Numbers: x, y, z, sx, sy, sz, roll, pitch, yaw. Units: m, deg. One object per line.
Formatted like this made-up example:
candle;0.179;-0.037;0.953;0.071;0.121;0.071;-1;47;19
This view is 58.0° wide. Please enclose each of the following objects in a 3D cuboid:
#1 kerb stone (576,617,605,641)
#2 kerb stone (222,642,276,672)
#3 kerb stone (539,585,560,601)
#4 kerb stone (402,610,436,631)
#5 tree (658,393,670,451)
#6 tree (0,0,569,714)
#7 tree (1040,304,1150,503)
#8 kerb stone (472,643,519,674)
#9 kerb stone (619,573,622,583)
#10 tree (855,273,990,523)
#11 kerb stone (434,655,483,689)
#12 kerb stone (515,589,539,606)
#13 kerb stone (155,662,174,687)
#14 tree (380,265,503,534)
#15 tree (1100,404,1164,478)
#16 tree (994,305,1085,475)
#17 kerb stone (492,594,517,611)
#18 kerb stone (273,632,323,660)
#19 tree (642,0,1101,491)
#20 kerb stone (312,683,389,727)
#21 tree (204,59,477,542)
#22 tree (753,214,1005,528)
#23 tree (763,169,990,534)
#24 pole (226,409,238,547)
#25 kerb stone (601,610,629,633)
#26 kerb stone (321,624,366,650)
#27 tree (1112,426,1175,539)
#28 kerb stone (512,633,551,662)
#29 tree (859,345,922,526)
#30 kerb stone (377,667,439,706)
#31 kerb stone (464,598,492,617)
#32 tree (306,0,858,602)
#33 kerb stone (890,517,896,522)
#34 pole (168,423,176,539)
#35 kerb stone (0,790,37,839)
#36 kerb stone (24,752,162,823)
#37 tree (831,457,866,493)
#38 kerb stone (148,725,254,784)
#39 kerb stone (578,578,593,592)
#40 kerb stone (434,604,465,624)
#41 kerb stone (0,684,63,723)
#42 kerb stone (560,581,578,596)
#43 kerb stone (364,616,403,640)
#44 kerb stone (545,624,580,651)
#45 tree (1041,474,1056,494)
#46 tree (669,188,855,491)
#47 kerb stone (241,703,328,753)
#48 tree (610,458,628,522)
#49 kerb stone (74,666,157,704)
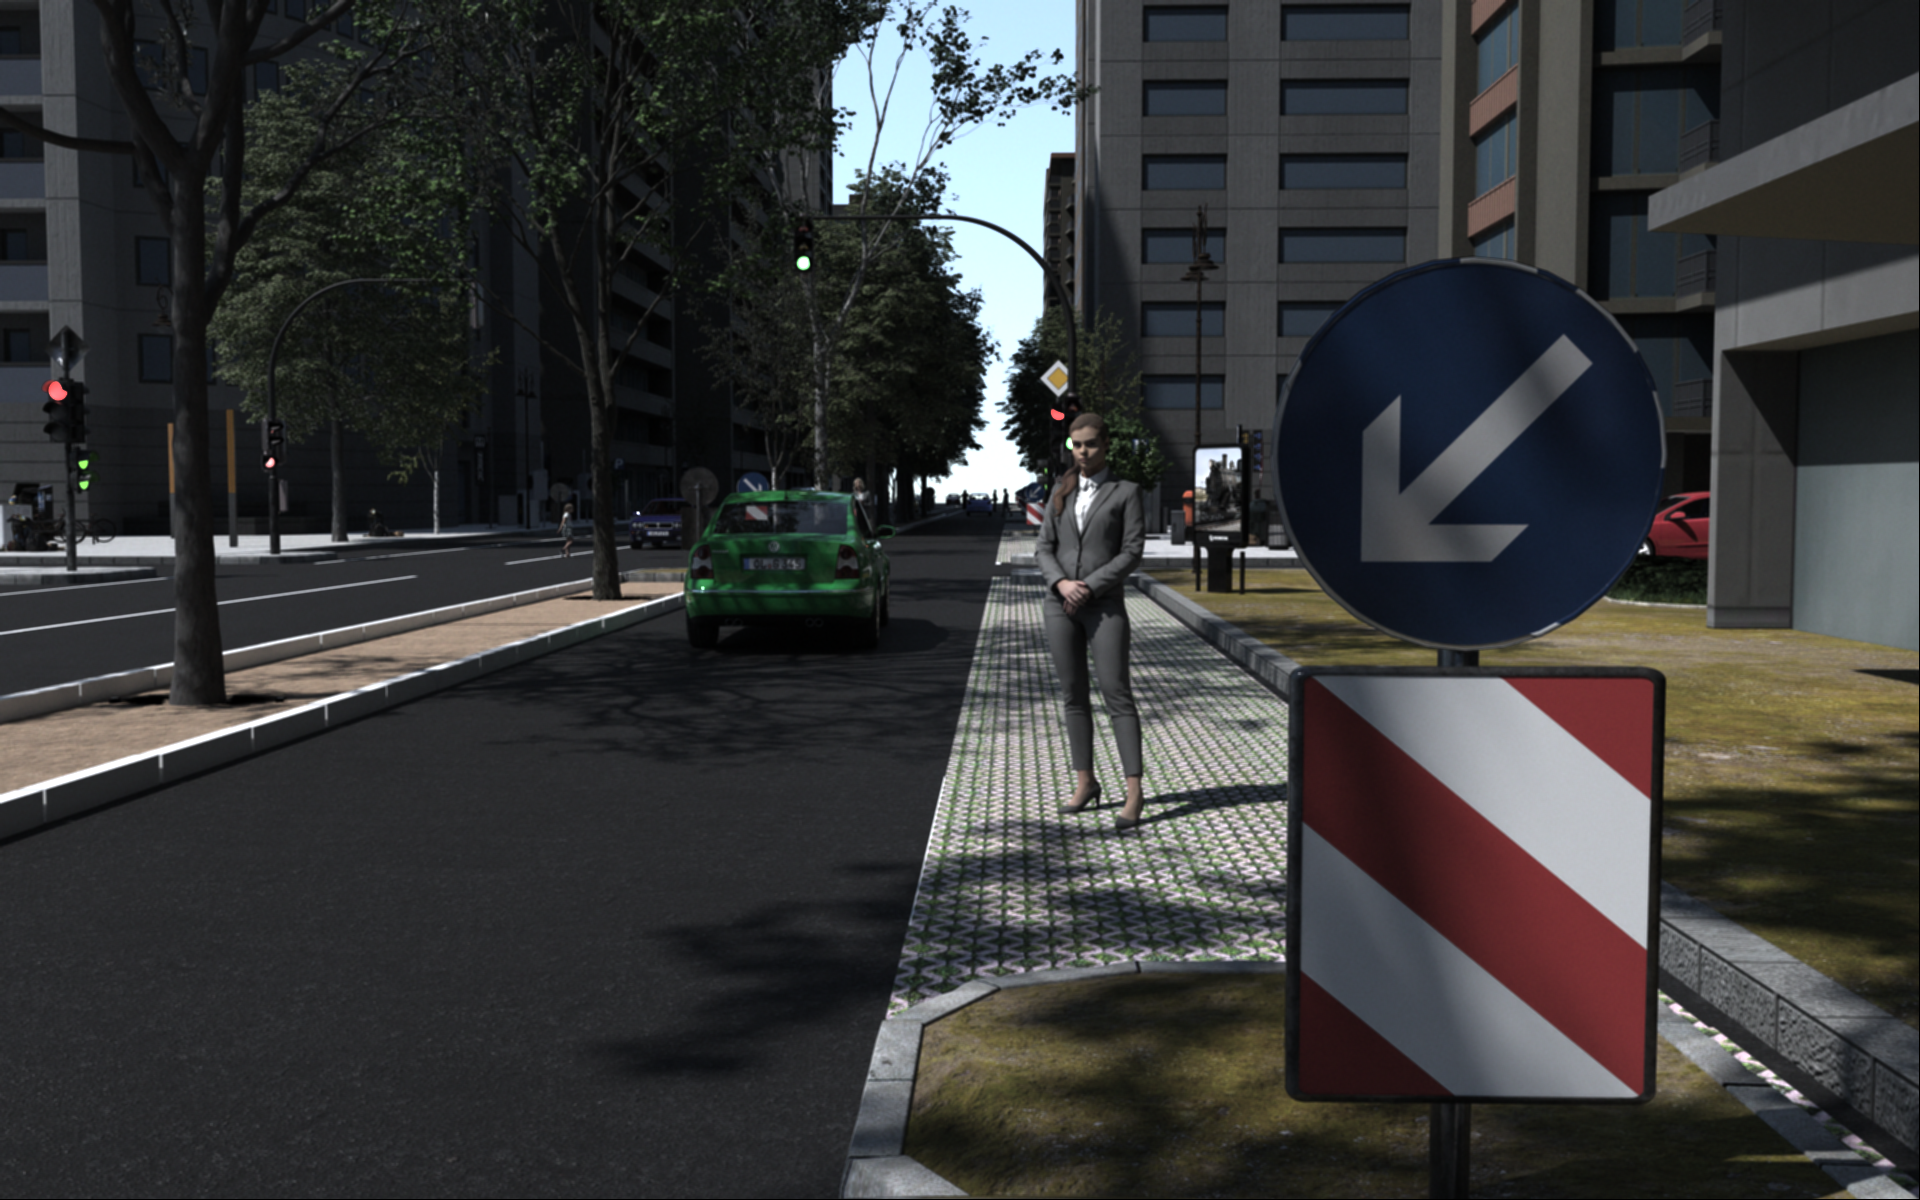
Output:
kerb stone;-3.746;0.301;17.268;0.120;0.150;1.000;0;4;2
kerb stone;-5.928;0.485;14.266;0.120;0.150;1.000;0;4;2
kerb stone;-5.655;-0.079;23.488;0.120;0.150;1.000;0;4;2
kerb stone;-5.812;0.235;18.363;0.120;0.150;1.000;0;4;2
tree;-15.021;-9.135;99.721;4.360;8.622;3.978;0;3;0
tree;-5.226;-6.039;11.558;12.009;13.543;11.850;0;3;0
tree;5.230;-7.211;68.259;4.737;8.622;4.395;0;3;0
kerb stone;-3.835;0.491;14.194;0.120;0.150;1.000;0;4;2
kerb stone;-5.526;-0.330;27.595;0.120;0.150;1.000;0;4;2
tree;-2.703;-11.320;94.189;9.857;13.997;8.962;0;3;0
kerb stone;-3.862;0.558;13.168;0.120;0.150;1.000;0;4;2
kerb stone;-5.682;-0.016;22.453;0.120;0.150;1.000;0;4;2
kerb stone;-5.959;0.553;13.245;0.120;0.150;1.000;0;4;2
tree;-16.832;-6.437;55.601;4.737;8.622;4.395;0;3;0
tree;5.805;-4.875;63.416;4.285;4.588;4.351;0;3;0
tree;5.775;-11.388;104.325;7.486;12.596;7.792;0;3;0
kerb stone;-5.721;0.049;21.429;0.120;0.150;1.000;0;4;2
kerb stone;-5.908;0.422;15.288;0.120;0.150;1.000;0;4;2
tree;-2.805;-11.635;48.574;12.611;20.169;13.585;0;3;0
kerb stone;-3.924;0.681;11.120;0.120;0.150;1.000;0;4;2
tree;-17.116;-7.835;46.230;7.486;12.596;7.792;0;3;0
tree;-3.069;-9.103;68.300;9.611;12.733;9.660;0;3;0
tree;-3.016;-8.507;59.667;7.486;12.596;7.792;0;3;0
pole;-17.591;-2.937;41.857;0.158;3.312;0.155;0;3;0
kerb stone;-3.700;0.238;18.299;0.120;0.150;1.000;0;4;2
kerb stone;-5.869;0.359;16.319;0.120;0.150;1.000;0;4;2
tree;5.190;-3.368;49.668;1.663;3.219;1.824;0;3;0
kerb stone;-3.806;0.429;15.217;0.120;0.150;1.000;0;4;2
tree;-2.992;-7.597;77.032;4.737;8.622;4.395;0;3;0
kerb stone;-3.897;0.615;12.146;0.120;0.150;1.000;0;4;2
kerb stone;-5.749;0.109;20.406;0.120;0.150;1.000;0;4;2
tree;-4.876;-5.807;23.160;9.928;11.665;9.643;0;3;0
kerb stone;-3.550;-4.366;93.722;0.120;0.150;1.000;0;4;2
pole;-22.695;-3.432;49.965;0.158;3.312;0.155;0;3;0
kerb stone;-4.050;0.930;7.013;0.120;0.150;1.000;0;4;2
kerb stone;-4.020;0.868;8.037;0.120;0.150;1.000;0;4;2
tree;-12.131;-15.540;188.484;8.767;10.594;7.601;0;3;0
kerb stone;-3.985;0.808;9.062;0.120;0.150;1.000;0;4;2
kerb stone;-5.603;-0.197;25.532;0.120;0.150;1.000;0;4;2
kerb stone;-5.784;0.172;19.385;0.120;0.150;1.000;0;4;2
kerb stone;-6.018;0.674;11.193;0.120;0.150;1.000;0;4;2
kerb stone;-5.621;-0.141;24.510;0.120;0.150;1.000;0;4;2
kerb stone;-5.835;0.297;17.341;0.120;0.150;1.000;0;4;2
kerb stone;-3.774;0.364;16.241;0.120;0.150;1.000;0;4;2
tree;7.525;-9.083;143.114;1.663;3.219;1.824;0;3;0
tree;-4.322;-5.356;40.398;4.360;8.622;3.978;0;3;0
kerb stone;-3.954;0.748;10.086;0.120;0.150;1.000;0;4;2
tree;-16.347;-5.190;79.458;1.663;3.219;1.824;0;3;0
kerb stone;-5.992;0.610;12.223;0.120;0.150;1.000;0;4;2
